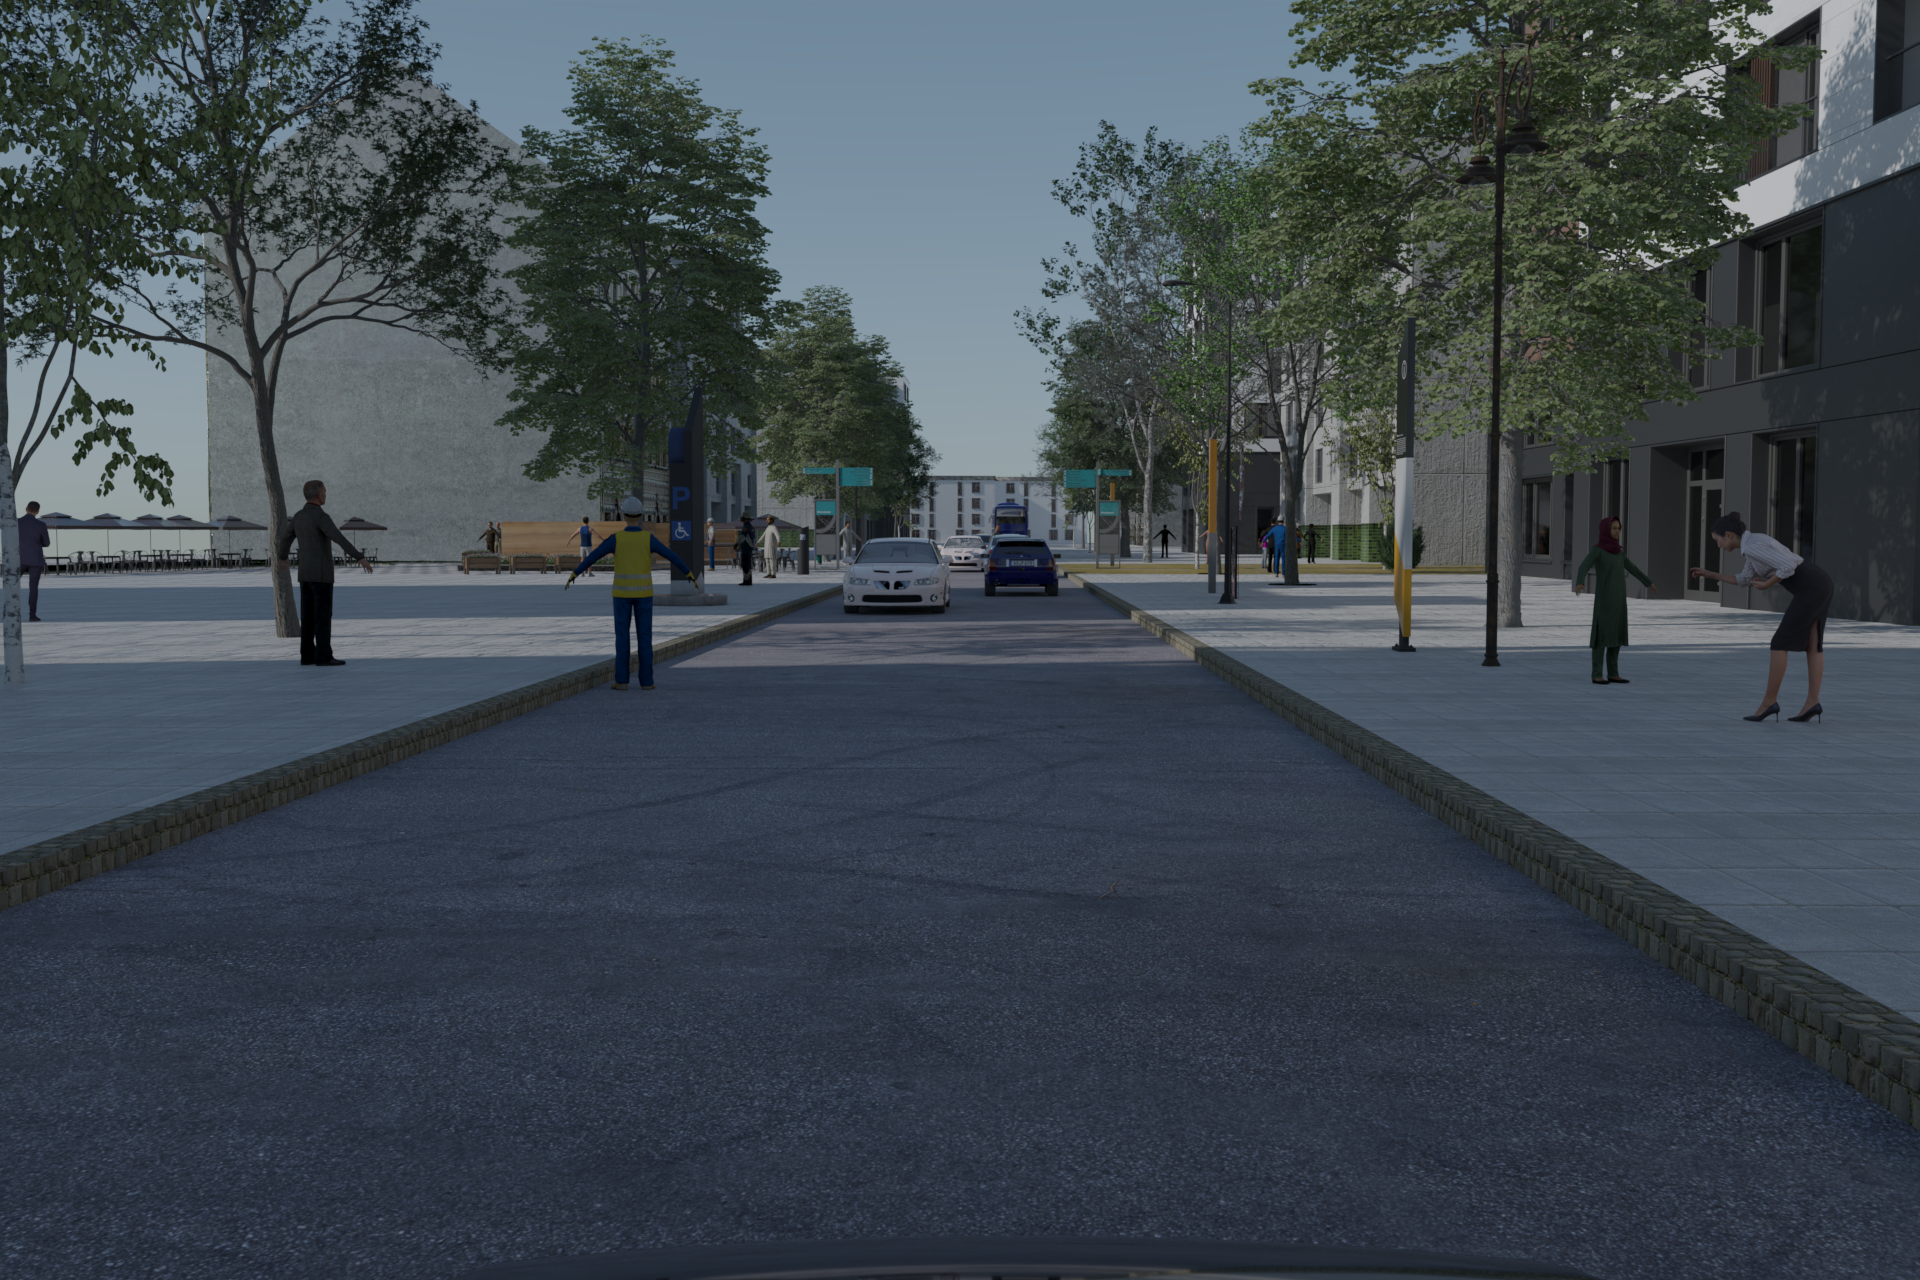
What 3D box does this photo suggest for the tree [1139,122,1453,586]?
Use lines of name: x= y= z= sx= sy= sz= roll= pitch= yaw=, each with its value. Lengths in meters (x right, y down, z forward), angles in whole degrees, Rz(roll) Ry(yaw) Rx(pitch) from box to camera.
tree: x=8.322 y=-7.177 z=43.105 sx=9.928 sy=11.665 sz=9.643 roll=0 pitch=3 yaw=0

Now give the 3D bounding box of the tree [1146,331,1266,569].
tree: x=8.956 y=-6.910 z=63.335 sx=4.737 sy=8.622 sz=4.395 roll=0 pitch=3 yaw=0

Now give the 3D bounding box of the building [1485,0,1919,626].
building: x=27.409 y=-11.959 z=39.509 sx=27.936 sy=21.610 sz=32.646 roll=0 pitch=4 yaw=1

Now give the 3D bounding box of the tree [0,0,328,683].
tree: x=-7.921 y=-3.931 z=14.639 sx=4.737 sy=8.622 sz=4.395 roll=0 pitch=3 yaw=0

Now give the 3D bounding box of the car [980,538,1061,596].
car: x=1.447 y=-1.753 z=41.239 sx=1.945 sy=1.354 sz=3.894 roll=0 pitch=4 yaw=1

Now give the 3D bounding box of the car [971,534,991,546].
car: x=1.265 y=-5.636 z=104.155 sx=2.014 sy=1.417 sz=4.499 roll=0 pitch=4 yaw=1

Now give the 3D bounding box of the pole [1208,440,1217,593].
pole: x=5.466 y=-2.669 z=37.489 sx=0.158 sy=3.312 sz=0.155 roll=0 pitch=3 yaw=0

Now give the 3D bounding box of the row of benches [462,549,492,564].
row of benches: x=-19.721 y=-3.380 z=70.724 sx=1.422 sy=0.672 sz=4.104 roll=0 pitch=4 yaw=-7

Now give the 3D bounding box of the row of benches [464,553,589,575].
row of benches: x=-13.983 y=-2.461 z=55.702 sx=4.104 sy=0.672 sz=1.422 roll=-2 pitch=4 yaw=-24

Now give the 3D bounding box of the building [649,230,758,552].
building: x=-24.089 y=-15.316 z=116.878 sx=16.747 sy=18.905 sz=31.486 roll=0 pitch=4 yaw=1

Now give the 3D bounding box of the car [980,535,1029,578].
car: x=1.676 y=-2.790 z=57.624 sx=2.014 sy=1.417 sz=4.499 roll=0 pitch=4 yaw=1

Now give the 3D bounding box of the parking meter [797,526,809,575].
parking meter: x=-4.936 y=-2.821 z=54.541 sx=0.372 sy=1.533 sz=0.369 roll=0 pitch=3 yaw=0

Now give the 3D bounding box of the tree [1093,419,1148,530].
tree: x=9.279 y=-9.581 z=107.009 sx=4.360 sy=8.622 sz=3.978 roll=0 pitch=3 yaw=0

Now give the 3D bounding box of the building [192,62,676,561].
building: x=-25.919 y=-15.831 z=89.768 sx=19.493 sy=23.208 sz=18.063 roll=0 pitch=4 yaw=1

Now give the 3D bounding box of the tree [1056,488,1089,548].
tree: x=10.765 y=-12.914 z=161.507 sx=4.737 sy=8.622 sz=4.395 roll=0 pitch=3 yaw=0

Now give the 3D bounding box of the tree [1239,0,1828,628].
tree: x=7.646 y=-6.476 z=24.014 sx=7.486 sy=12.596 sz=7.792 roll=0 pitch=3 yaw=0

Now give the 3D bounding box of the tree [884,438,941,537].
tree: x=-5.062 y=-12.748 z=142.837 sx=7.601 sy=10.594 sz=8.767 roll=-1 pitch=4 yaw=-23

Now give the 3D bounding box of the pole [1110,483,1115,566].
pole: x=6.087 y=-4.605 z=69.141 sx=0.158 sy=3.312 sz=0.155 roll=0 pitch=3 yaw=0

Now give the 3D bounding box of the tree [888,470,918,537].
tree: x=-5.311 y=-12.320 z=151.792 sx=4.737 sy=8.622 sz=4.395 roll=0 pitch=3 yaw=0

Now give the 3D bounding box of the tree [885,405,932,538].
tree: x=-5.623 y=-12.610 z=131.922 sx=9.928 sy=11.665 sz=9.643 roll=0 pitch=3 yaw=0

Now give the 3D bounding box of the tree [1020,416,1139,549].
tree: x=10.777 y=-14.700 z=150.710 sx=12.009 sy=13.543 sz=11.850 roll=0 pitch=3 yaw=0

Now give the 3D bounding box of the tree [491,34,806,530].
tree: x=-7.172 y=-7.460 z=40.097 sx=7.486 sy=12.596 sz=7.792 roll=0 pitch=3 yaw=0

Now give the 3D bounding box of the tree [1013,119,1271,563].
tree: x=8.536 y=-13.608 z=78.372 sx=12.611 sy=20.169 sz=13.585 roll=0 pitch=3 yaw=0

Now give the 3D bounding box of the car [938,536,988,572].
car: x=0.174 y=-3.320 z=66.650 sx=2.083 sy=1.381 sz=4.827 roll=0 pitch=4 yaw=1

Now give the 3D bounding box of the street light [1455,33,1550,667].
street light: x=5.165 y=-2.684 z=16.667 sx=0.468 sy=5.910 sz=1.993 roll=0 pitch=4 yaw=1

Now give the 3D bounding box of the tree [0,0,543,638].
tree: x=-8.687 y=-5.314 z=21.299 sx=7.601 sy=10.594 sz=8.767 roll=0 pitch=4 yaw=8

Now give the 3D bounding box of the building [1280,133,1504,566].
building: x=26.808 y=-13.376 z=85.152 sx=16.747 sy=18.905 sz=31.486 roll=0 pitch=4 yaw=1

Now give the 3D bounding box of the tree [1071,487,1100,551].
tree: x=9.816 y=-10.994 z=130.114 sx=4.360 sy=8.622 sz=3.978 roll=0 pitch=3 yaw=0

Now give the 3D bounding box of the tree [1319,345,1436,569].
tree: x=15.269 y=-6.877 z=62.809 sx=4.737 sy=8.622 sz=4.395 roll=0 pitch=3 yaw=0

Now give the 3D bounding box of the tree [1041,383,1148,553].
tree: x=9.252 y=-11.802 z=118.722 sx=9.928 sy=11.665 sz=9.643 roll=0 pitch=3 yaw=0

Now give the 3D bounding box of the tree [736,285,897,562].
tree: x=-6.600 y=-9.873 z=79.549 sx=7.486 sy=12.596 sz=7.792 roll=0 pitch=3 yaw=0

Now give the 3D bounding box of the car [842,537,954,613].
car: x=-1.145 y=-1.250 z=32.797 sx=2.083 sy=1.381 sz=4.827 roll=0 pitch=4 yaw=1

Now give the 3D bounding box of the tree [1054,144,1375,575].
tree: x=8.070 y=-8.820 z=54.583 sx=12.009 sy=13.543 sz=11.850 roll=0 pitch=3 yaw=0

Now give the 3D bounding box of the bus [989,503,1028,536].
bus: x=3.811 y=-8.808 z=135.563 sx=2.896 sy=3.916 sz=12.251 roll=0 pitch=3 yaw=0

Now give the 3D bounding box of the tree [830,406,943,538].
tree: x=-5.547 y=-11.498 z=122.399 sx=8.767 sy=10.594 sz=7.601 roll=0 pitch=4 yaw=-7

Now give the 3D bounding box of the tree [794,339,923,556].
tree: x=-6.035 y=-11.213 z=101.467 sx=7.486 sy=12.596 sz=7.792 roll=0 pitch=3 yaw=0

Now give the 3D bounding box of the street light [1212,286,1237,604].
street light: x=5.462 y=-3.619 z=31.710 sx=1.470 sy=5.913 sz=1.316 roll=0 pitch=4 yaw=1

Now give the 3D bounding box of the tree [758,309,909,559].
tree: x=-6.410 y=-10.413 z=88.382 sx=7.486 sy=12.596 sz=7.792 roll=0 pitch=3 yaw=0

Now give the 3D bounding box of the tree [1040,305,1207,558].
tree: x=9.018 y=-11.495 z=94.595 sx=9.857 sy=13.997 sz=8.962 roll=0 pitch=3 yaw=0
